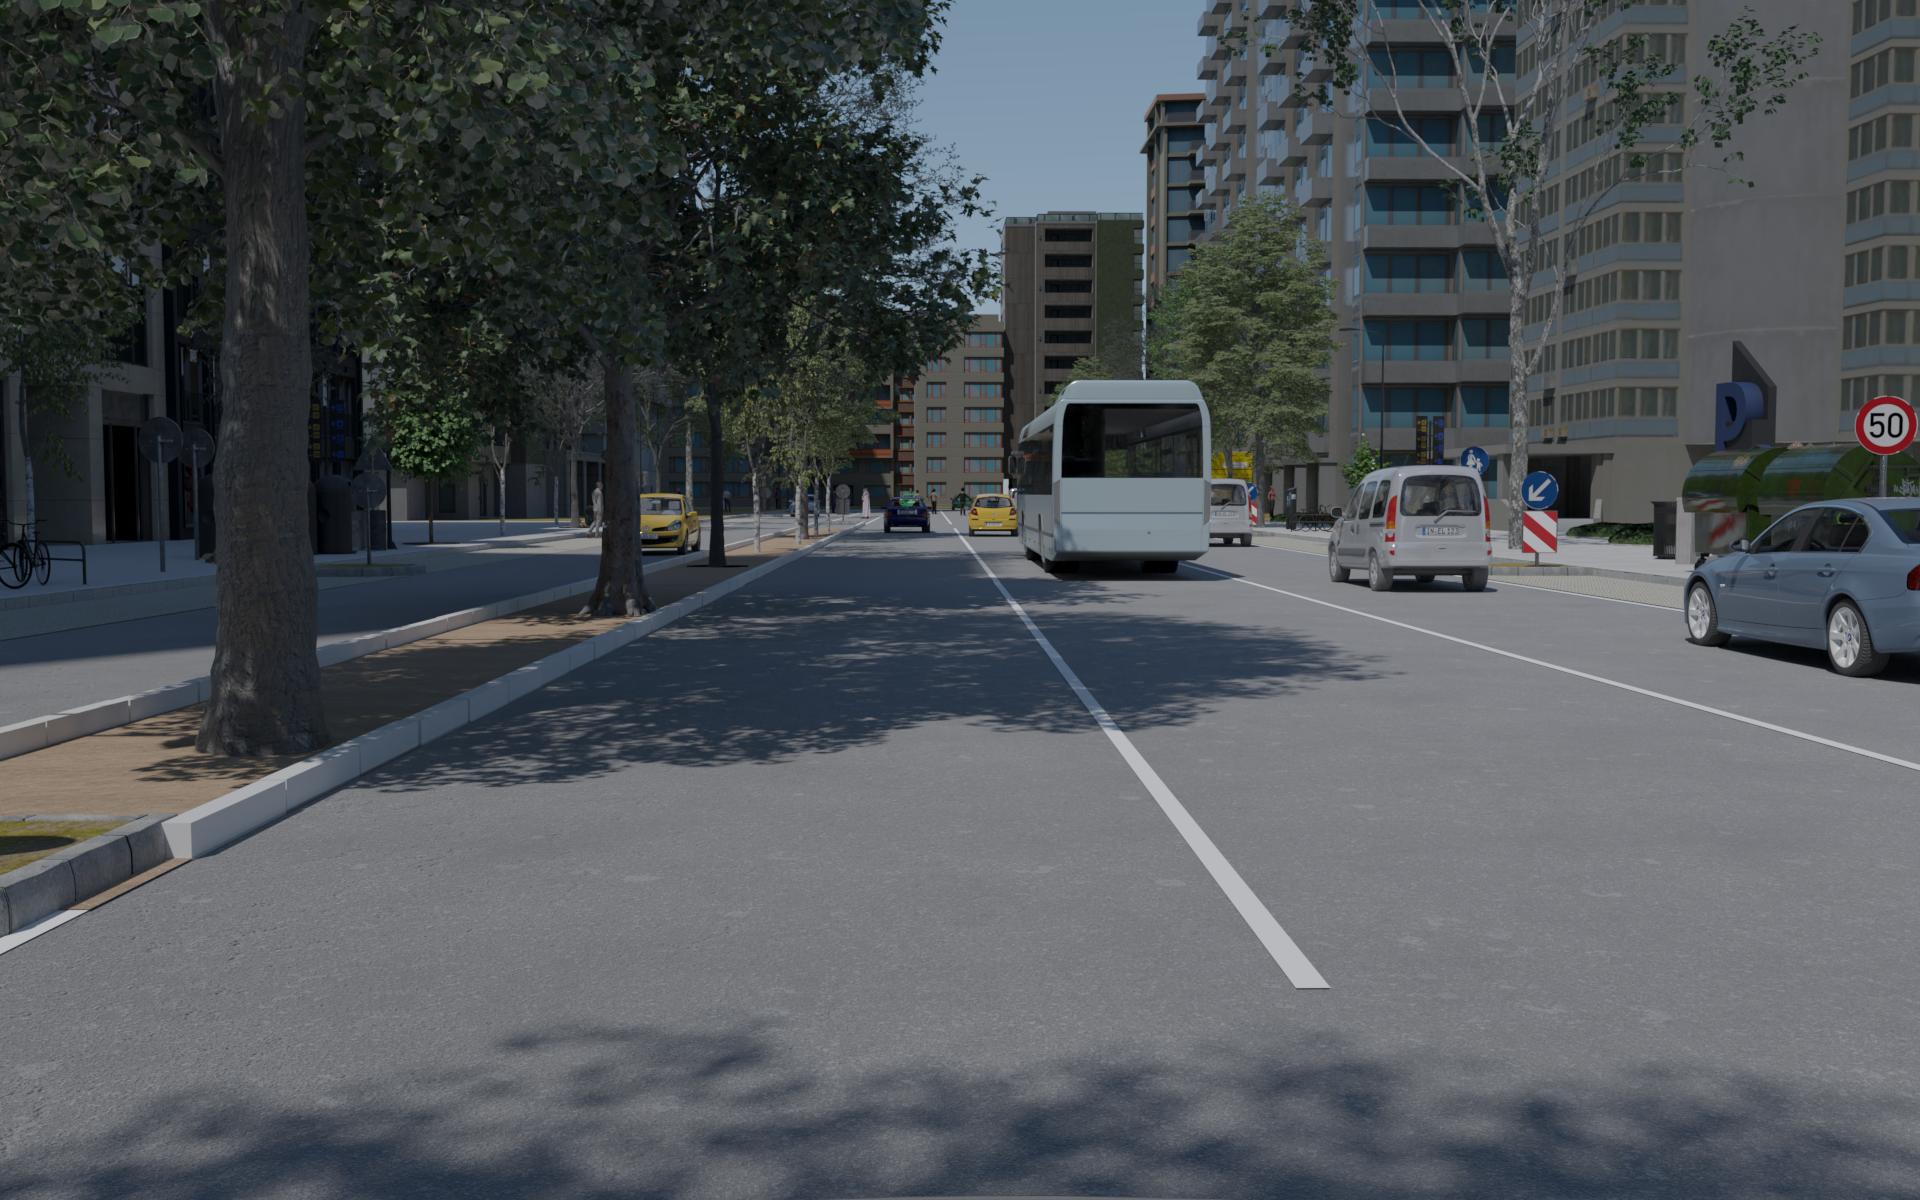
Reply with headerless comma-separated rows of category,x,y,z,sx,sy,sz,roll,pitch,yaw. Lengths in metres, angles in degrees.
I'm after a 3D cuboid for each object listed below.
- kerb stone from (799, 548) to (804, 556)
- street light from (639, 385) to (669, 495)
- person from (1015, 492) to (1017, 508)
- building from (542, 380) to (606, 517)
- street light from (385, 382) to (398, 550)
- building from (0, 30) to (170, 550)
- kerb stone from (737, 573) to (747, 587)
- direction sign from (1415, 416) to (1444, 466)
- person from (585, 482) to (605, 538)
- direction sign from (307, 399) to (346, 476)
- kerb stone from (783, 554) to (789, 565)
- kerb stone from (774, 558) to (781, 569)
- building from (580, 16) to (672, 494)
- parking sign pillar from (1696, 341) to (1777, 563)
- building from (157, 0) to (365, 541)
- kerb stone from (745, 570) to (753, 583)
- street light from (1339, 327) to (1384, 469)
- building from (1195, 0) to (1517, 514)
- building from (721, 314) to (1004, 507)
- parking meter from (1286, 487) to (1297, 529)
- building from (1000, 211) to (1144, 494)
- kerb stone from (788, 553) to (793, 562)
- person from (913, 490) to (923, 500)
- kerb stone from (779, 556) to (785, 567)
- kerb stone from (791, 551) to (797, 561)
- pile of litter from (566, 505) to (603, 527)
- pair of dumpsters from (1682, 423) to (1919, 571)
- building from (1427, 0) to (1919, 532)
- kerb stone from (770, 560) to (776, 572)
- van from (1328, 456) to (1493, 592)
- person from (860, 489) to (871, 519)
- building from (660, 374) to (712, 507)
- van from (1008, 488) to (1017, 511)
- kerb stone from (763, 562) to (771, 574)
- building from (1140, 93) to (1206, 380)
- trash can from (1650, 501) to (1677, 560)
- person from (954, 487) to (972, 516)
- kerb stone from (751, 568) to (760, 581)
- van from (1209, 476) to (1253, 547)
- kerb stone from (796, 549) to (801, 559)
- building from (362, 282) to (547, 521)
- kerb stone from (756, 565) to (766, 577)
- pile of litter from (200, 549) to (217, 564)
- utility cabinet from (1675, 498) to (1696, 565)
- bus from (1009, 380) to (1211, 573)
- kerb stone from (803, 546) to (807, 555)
kerb stone,-3.677,-1.027,39.067,0.120,0.150,1.000,0,4,-1
street light,-13.103,-6.199,73.899,1.470,5.913,1.316,0,4,-1
person,2.760,-4.268,78.476,0.583,1.804,0.606,-2,4,-34
building,-32.140,-40.712,103.893,20.563,71.187,20.611,0,4,-1
street light,-12.687,-4.126,40.000,1.470,5.913,1.316,0,4,-1
building,-31.030,-13.774,29.719,19.350,26.468,34.151,0,4,-1
kerb stone,-3.437,-0.280,26.766,0.120,0.150,1.000,0,4,-1
direction sign,13.621,-3.563,50.259,0.876,3.537,0.379,-1,4,-13
person,-11.614,-2.873,55.595,0.853,1.813,0.709,-3,5,-41
direction sign,-15.173,-3.026,41.480,0.876,3.537,0.379,-1,4,-14
kerb stone,-3.595,-0.782,34.978,0.120,0.150,1.000,0,4,-1
kerb stone,-3.558,-0.657,32.932,0.120,0.150,1.000,0,4,-1
building,-37.396,-33.315,133.936,27.495,52.752,28.713,0,4,-1
parking sign pillar,13.539,-2.534,29.895,1.447,3.967,1.447,0,4,-3
building,-27.806,-13.770,54.823,12.332,23.373,15.834,0,4,-1
kerb stone,-3.467,-0.340,27.788,0.120,0.150,1.000,0,4,-1
street light,11.204,-4.628,48.207,1.470,5.913,1.316,0,4,-1
building,30.486,-31.437,133.596,23.786,49.044,30.456,0,4,-1
building,-10.318,-20.917,187.025,28.899,21.520,27.650,0,4,-1
parking meter,12.026,-3.331,62.869,0.372,1.533,0.369,0,3,0
building,11.322,-24.950,179.641,14.107,30.474,14.160,0,4,-1
kerb stone,-3.614,-0.838,36.001,0.120,0.150,1.000,0,4,-1
person,-3.147,-7.150,126.105,1.217,1.736,0.721,-3,4,-36
kerb stone,-3.582,-0.719,33.956,0.120,0.150,1.000,0,4,-1
kerb stone,-3.632,-0.906,37.022,0.120,0.150,1.000,0,4,-1
pile of litter,-14.713,-3.292,67.797,1.719,0.858,1.176,-3,5,-42
pair of dumpsters,12.458,-1.422,25.751,1.574,2.255,4.437,0,4,-1
building,34.887,-22.797,64.618,32.217,40.220,23.993,0,4,-1
kerb stone,-3.541,-0.594,31.909,0.120,0.150,1.000,0,4,-1
van,6.885,-1.213,26.836,2.013,2.044,4.112,0,4,-1
person,-5.489,-5.596,100.662,0.621,1.740,0.551,0,4,2
building,-39.804,-20.861,186.123,28.899,21.520,27.650,0,4,-1
van,4.226,-7.270,125.880,2.013,2.044,4.112,0,4,-2
kerb stone,-3.518,-0.531,30.872,0.120,0.150,1.000,0,4,-1
building,32.709,-32.426,184.785,28.867,44.769,22.147,0,4,-1
trash can,13.943,-1.367,34.011,0.748,1.137,0.748,0,3,0
person,0.208,-6.469,113.900,1.348,1.869,0.705,2,4,26
kerb stone,-3.484,-0.400,28.815,0.120,0.150,1.000,0,4,-1
van,7.038,-2.528,48.345,2.013,2.044,4.112,0,4,-2
kerb stone,-3.649,-0.969,38.044,0.120,0.150,1.000,0,4,-1
building,-29.744,-19.336,87.851,14.160,30.474,14.107,0,4,-1
kerb stone,-3.495,-0.467,29.839,0.120,0.150,1.000,0,4,-1
pile of litter,-13.624,-1.128,32.403,1.176,0.858,1.719,0,4,-1
utility cabinet,13.463,-1.265,31.844,0.306,1.237,1.020,3,4,38
bus,2.685,-2.433,34.638,2.948,3.499,13.247,0,4,-1
kerb stone,-3.687,-1.092,40.089,0.120,0.150,1.000,0,4,-1
